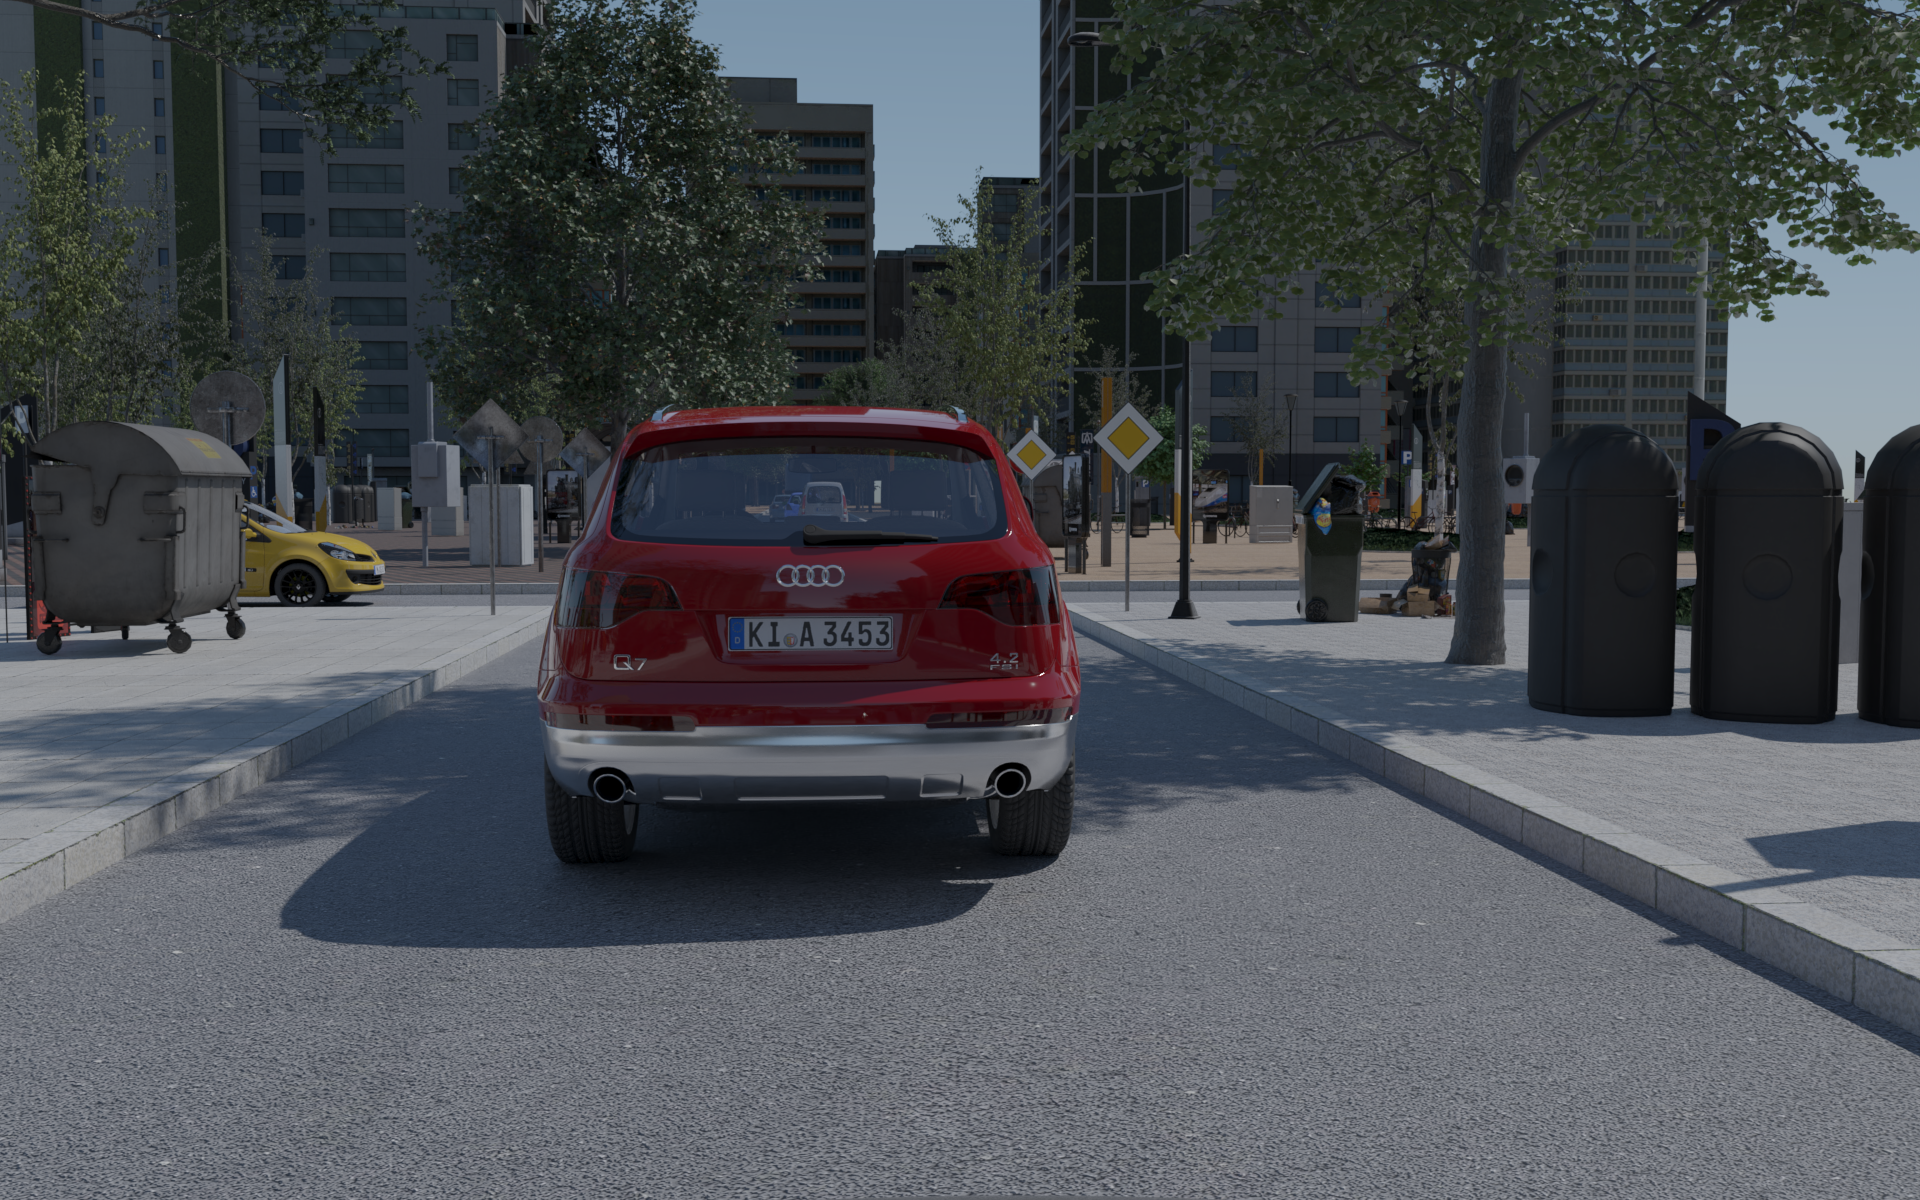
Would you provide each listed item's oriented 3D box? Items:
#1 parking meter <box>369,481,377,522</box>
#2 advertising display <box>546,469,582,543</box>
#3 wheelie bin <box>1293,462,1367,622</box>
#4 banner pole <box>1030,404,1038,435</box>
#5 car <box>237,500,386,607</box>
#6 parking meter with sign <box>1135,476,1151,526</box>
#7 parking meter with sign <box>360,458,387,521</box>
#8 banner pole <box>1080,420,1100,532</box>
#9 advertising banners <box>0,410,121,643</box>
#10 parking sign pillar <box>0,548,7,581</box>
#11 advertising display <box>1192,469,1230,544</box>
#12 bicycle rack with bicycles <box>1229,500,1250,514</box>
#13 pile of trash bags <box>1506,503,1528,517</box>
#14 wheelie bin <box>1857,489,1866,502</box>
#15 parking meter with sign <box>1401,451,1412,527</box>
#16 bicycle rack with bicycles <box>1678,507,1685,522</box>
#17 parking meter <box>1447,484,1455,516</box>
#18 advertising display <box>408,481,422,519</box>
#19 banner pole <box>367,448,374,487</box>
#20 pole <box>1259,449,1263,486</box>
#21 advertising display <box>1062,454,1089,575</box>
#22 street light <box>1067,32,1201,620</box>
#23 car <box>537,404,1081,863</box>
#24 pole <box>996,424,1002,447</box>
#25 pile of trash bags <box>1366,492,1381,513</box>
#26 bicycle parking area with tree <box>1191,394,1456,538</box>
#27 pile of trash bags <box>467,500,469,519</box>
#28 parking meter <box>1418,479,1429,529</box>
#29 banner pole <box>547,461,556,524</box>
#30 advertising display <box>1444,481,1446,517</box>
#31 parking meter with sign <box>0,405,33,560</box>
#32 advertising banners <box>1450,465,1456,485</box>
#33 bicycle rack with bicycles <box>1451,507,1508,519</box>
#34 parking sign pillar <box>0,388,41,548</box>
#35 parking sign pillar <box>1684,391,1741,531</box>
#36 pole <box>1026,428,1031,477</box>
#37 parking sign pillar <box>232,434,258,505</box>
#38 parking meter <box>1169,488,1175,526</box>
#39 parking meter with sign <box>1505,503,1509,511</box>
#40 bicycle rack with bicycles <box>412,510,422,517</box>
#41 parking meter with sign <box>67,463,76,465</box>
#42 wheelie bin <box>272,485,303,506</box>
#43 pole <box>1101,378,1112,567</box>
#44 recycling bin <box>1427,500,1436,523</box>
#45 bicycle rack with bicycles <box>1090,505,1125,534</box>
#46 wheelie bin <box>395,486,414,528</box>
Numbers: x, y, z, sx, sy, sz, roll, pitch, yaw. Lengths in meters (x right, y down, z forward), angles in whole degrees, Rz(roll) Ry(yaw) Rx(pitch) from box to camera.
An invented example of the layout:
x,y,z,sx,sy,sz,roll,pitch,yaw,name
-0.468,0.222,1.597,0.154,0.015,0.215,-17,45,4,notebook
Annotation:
x,y,z,sx,sy,sz,roll,pitch,yaw,name
-27.268,-4.573,80.481,0.255,1.863,0.399,-2,4,-27,parking meter
-10.324,-2.442,45.141,0.974,1.923,0.123,1,4,18,advertising display
3.763,-0.591,17.578,0.693,1.594,0.980,0,4,3,wheelie bin
2.077,-3.572,48.427,0.401,3.779,0.863,1,4,19,banner pole
-9.456,-0.731,22.180,3.980,1.641,2.015,0,4,-5,car
7.367,-4.489,69.655,0.543,3.016,1.738,-1,4,-13,parking meter with sign
-27.852,-5.314,83.149,1.738,3.016,0.543,-1,4,-16,parking meter with sign
4.481,-4.217,58.965,0.863,3.779,0.401,1,4,14,banner pole
-8.109,-1.173,15.370,0.090,3.025,2.074,1,4,14,advertising banners
-14.814,-2.253,25.308,1.447,3.967,1.447,-1,4,-20,parking sign pillar
6.486,-2.427,44.889,0.974,1.923,0.123,1,4,18,advertising display
16.014,-5.109,96.909,2.852,0.926,2.925,-2,4,-24,bicycle rack with bicycles
30.400,-4.952,90.723,3.447,1.369,1.912,2,4,32,pile of trash bags
33.156,-3.378,63.142,0.693,1.594,0.980,0,4,7,wheelie bin
17.954,-4.446,68.947,0.543,3.016,1.738,0,4,5,parking meter with sign
35.148,-4.478,86.595,2.925,0.926,2.852,0,4,-1,bicycle rack with bicycles
28.758,-5.861,101.530,0.399,1.863,0.255,3,4,37,parking meter
-27.671,-5.084,88.333,0.123,1.923,0.974,3,5,41,advertising display
-32.091,-6.388,94.455,0.863,3.779,0.401,3,5,42,banner pole
13.664,-5.185,78.624,0.158,3.312,0.155,0,3,0,pole
1.862,-1.392,27.971,0.123,1.923,0.974,-1,4,-16,advertising display
1.777,-2.759,17.656,1.470,5.913,1.316,0,4,-5,street light
-0.701,0.021,8.329,2.281,1.827,5.304,0,4,-5,car
1.141,-3.477,50.691,0.158,3.312,0.155,0,3,0,pole
17.250,-4.161,77.793,3.447,1.369,1.912,-1,4,-11,pile of trash bags
11.519,-3.922,51.120,8.231,4.147,9.016,-2,4,-26,bicycle parking area with tree
-24.420,-4.973,91.058,3.447,1.369,1.912,1,4,10,pile of trash bags
17.178,-3.586,64.345,0.399,1.863,0.255,3,5,41,parking meter
-17.593,-5.122,73.754,0.401,3.779,0.863,2,4,28,banner pole
23.756,-4.906,85.421,0.123,1.923,0.974,2,4,32,advertising display
-18.948,-2.281,33.552,0.543,3.016,1.738,3,4,37,parking meter with sign
28.903,-6.555,103.359,2.074,3.025,0.090,-2,4,-34,advertising banners
23.725,-4.028,79.245,2.852,0.926,2.925,0,4,-1,bicycle rack with bicycles
-24.025,-3.388,43.869,1.447,3.967,1.447,-1,4,-20,parking sign pillar
19.552,-3.454,44.952,1.447,3.967,1.447,1,4,18,parking sign pillar
2.114,-3.656,53.626,0.158,3.312,0.155,0,3,0,pole
-21.748,-3.876,51.850,1.447,3.967,1.447,1,4,10,parking sign pillar
8.696,-3.787,70.329,0.372,1.533,0.369,0,3,0,parking meter
32.136,-6.344,99.987,1.738,3.016,0.543,-1,4,-19,parking meter with sign
-31.284,-5.135,97.337,2.852,0.926,2.925,-1,4,-18,bicycle rack with bicycles
-21.955,-2.865,43.109,0.543,3.016,1.738,1,4,20,parking meter with sign
-22.995,-3.143,59.301,0.980,1.594,0.693,-2,4,-31,wheelie bin
2.575,-2.240,30.467,0.158,3.312,0.155,0,3,0,pole
20.595,-3.903,76.368,0.722,1.027,0.722,-2,4,-24,recycling bin
4.206,-2.646,56.652,2.852,0.926,2.925,3,4,38,bicycle rack with bicycles
-20.968,-3.498,65.093,0.980,1.594,0.693,2,4,30,wheelie bin
